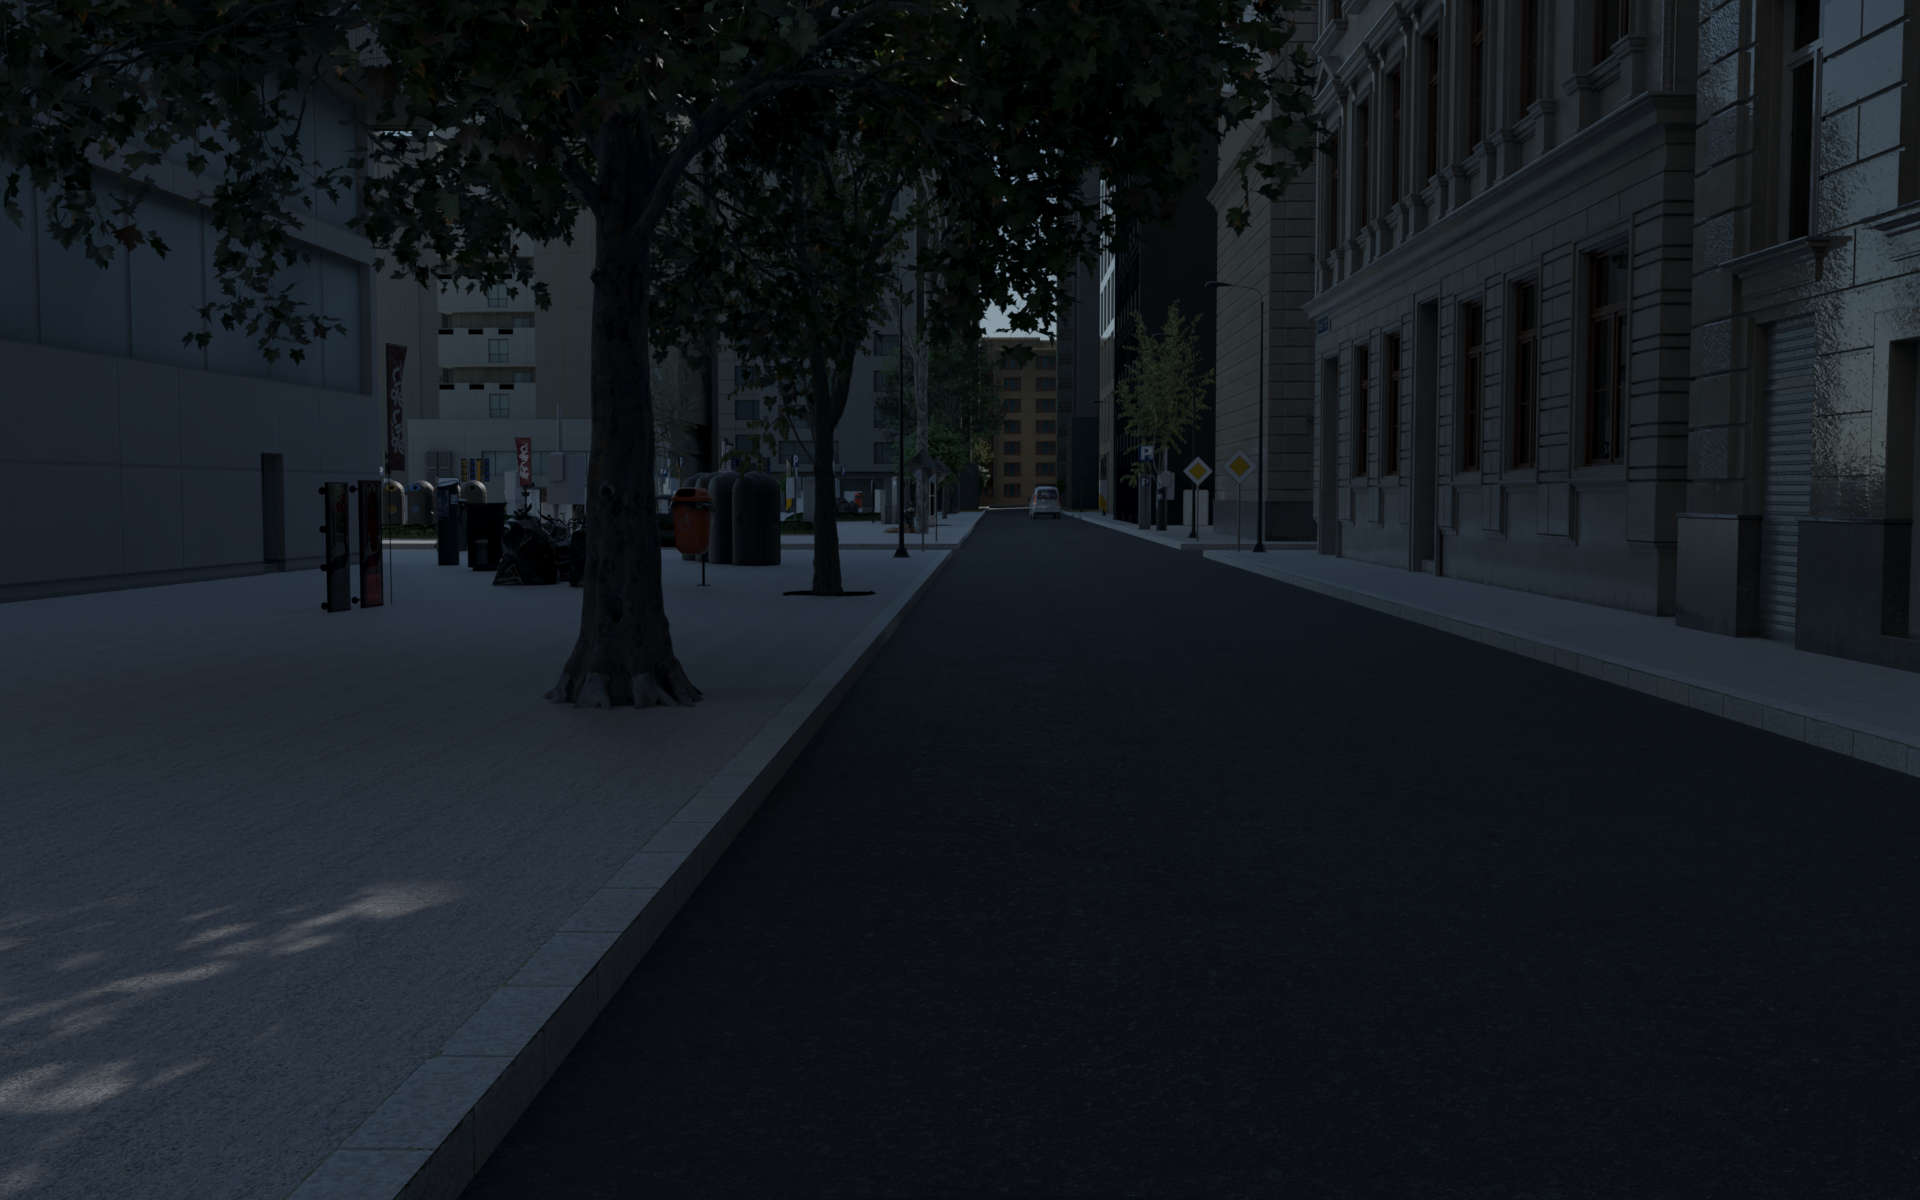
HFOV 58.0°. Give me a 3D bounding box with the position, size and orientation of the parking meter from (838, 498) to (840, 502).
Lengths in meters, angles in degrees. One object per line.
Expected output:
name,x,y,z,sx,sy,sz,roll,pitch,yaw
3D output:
parking meter,-8.405,-6.886,118.292,0.399,1.863,0.255,-1,4,-13

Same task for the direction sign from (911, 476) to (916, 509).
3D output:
direction sign,-2.583,-6.541,98.941,0.379,3.537,0.876,2,4,24

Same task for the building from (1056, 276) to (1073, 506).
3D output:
building,17.487,-30.922,189.170,14.154,41.232,14.086,0,4,1

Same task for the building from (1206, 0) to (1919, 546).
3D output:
building,20.477,-15.536,51.284,25.104,27.353,12.463,0,4,1

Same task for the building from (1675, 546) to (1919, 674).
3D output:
building,12.310,-12.631,3.782,12.463,27.353,25.104,0,4,1

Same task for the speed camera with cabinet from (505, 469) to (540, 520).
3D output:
speed camera with cabinet,-16.963,-4.506,68.007,0.660,3.252,2.038,2,4,28

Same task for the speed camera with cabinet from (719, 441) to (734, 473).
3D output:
speed camera with cabinet,-8.808,-4.282,64.352,0.660,3.252,2.038,1,4,10

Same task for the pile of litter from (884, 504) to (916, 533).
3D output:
pile of litter,-1.878,-2.633,57.011,1.176,0.858,1.719,-1,4,-16

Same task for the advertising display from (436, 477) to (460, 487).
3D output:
advertising display,-19.213,-3.659,65.031,0.123,1.923,0.974,3,5,40

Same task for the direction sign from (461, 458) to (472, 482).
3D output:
direction sign,-31.231,-7.219,110.029,0.876,3.537,0.379,-2,4,-25

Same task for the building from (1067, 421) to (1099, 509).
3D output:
building,20.362,-50.406,136.817,22.319,86.520,31.000,0,4,1

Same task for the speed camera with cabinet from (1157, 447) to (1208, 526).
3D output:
speed camera with cabinet,9.044,-4.644,70.272,2.038,3.252,0.660,1,4,10

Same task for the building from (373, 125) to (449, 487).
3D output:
building,-62.048,-31.079,191.731,14.086,41.232,14.154,0,4,1

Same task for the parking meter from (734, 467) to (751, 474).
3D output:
parking meter,-4.680,-1.952,37.619,0.399,1.863,0.255,-2,4,-30

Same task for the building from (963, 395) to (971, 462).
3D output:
building,-6.043,-23.970,163.608,14.160,30.474,14.107,0,4,1

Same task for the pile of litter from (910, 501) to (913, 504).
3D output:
pile of litter,-2.875,-5.009,95.868,1.719,0.858,1.176,1,4,16

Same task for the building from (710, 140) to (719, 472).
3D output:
building,-19.470,-31.026,190.866,14.086,41.232,14.154,0,4,1

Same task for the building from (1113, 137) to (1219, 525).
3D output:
building,13.634,-15.185,77.947,12.332,23.373,15.834,0,4,1

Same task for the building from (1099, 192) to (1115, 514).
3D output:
building,18.951,-18.275,103.315,19.350,26.468,34.151,0,4,1

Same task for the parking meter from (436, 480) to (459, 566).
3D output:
parking meter,-9.221,-1.393,31.191,0.372,1.533,0.369,0,3,0

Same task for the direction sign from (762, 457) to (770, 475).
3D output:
direction sign,-11.872,-6.990,106.289,0.379,3.537,0.876,2,4,25

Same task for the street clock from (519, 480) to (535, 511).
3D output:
street clock,-15.486,-3.498,61.762,0.358,2.002,0.471,1,4,13

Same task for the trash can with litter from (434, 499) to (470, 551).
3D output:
trash can with litter,-11.475,-1.687,38.972,1.055,1.170,0.624,3,4,38

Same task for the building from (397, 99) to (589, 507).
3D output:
building,-40.433,-36.334,183.300,27.495,52.752,28.713,0,4,1

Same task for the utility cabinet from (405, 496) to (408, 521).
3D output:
utility cabinet,-23.330,-3.872,74.472,1.020,1.237,0.306,0,4,-4

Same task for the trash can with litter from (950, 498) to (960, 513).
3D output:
trash can with litter,-0.564,-6.332,114.915,1.055,1.170,0.624,-2,4,-29

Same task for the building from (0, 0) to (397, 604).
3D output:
building,-23.440,-26.371,20.399,27.495,52.752,28.713,0,4,1

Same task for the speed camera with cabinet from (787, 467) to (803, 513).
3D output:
speed camera with cabinet,-8.780,-6.150,94.886,0.660,3.252,2.038,1,4,22

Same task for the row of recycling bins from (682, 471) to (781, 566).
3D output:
row of recycling bins,-4.337,-1.543,32.343,1.069,1.692,3.534,-2,4,-28

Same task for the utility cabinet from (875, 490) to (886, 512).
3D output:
utility cabinet,-3.999,-4.791,87.019,0.318,1.500,1.173,-1,4,-16

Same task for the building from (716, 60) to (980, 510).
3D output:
building,-8.648,-43.232,145.094,20.563,71.187,20.611,0,4,1

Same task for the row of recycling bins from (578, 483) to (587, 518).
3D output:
row of recycling bins,-13.831,-3.622,66.335,1.069,1.692,3.534,3,5,40

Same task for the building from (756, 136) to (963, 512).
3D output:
building,-7.199,-21.833,128.676,14.160,30.474,14.107,0,4,1

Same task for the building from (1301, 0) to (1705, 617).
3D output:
building,12.461,-11.673,27.014,11.583,22.565,21.152,0,4,1

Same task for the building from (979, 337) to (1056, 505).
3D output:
building,-1.186,-22.848,218.605,28.899,21.520,27.650,0,4,1

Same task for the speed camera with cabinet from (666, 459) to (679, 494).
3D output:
speed camera with cabinet,-15.670,-6.230,96.193,0.660,3.252,2.038,-2,4,-34

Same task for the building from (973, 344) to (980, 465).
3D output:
building,-4.976,-33.006,189.751,14.200,45.320,14.600,0,4,1

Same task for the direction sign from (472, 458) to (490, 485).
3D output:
direction sign,-30.212,-7.202,109.755,0.876,3.537,0.379,-3,5,-41

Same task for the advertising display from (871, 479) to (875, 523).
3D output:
advertising display,-3.837,-4.354,76.408,0.123,1.923,0.974,0,4,-6

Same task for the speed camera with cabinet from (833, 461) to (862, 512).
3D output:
speed camera with cabinet,-6.895,-6.669,103.372,2.038,3.252,0.660,-1,4,-16

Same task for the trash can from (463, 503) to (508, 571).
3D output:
trash can,-7.922,-1.058,28.947,0.748,1.137,0.748,0,3,0

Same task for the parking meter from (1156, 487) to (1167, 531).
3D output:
parking meter,7.045,-3.187,60.516,0.372,1.533,0.369,0,3,0

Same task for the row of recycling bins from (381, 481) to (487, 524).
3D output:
row of recycling bins,-16.240,-2.828,53.344,3.534,1.692,1.069,1,4,10

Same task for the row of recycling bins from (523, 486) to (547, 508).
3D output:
row of recycling bins,-26.757,-6.370,111.267,3.534,1.692,1.069,3,4,38

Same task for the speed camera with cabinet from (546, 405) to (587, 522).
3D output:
speed camera with cabinet,-8.192,-2.695,38.400,2.038,3.252,0.660,2,4,27

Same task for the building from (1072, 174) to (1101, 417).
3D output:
building,21.441,-38.253,167.436,21.231,58.520,28.212,0,4,1

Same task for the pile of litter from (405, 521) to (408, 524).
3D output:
pile of litter,-20.053,-3.032,63.545,1.176,0.858,1.719,3,4,38
